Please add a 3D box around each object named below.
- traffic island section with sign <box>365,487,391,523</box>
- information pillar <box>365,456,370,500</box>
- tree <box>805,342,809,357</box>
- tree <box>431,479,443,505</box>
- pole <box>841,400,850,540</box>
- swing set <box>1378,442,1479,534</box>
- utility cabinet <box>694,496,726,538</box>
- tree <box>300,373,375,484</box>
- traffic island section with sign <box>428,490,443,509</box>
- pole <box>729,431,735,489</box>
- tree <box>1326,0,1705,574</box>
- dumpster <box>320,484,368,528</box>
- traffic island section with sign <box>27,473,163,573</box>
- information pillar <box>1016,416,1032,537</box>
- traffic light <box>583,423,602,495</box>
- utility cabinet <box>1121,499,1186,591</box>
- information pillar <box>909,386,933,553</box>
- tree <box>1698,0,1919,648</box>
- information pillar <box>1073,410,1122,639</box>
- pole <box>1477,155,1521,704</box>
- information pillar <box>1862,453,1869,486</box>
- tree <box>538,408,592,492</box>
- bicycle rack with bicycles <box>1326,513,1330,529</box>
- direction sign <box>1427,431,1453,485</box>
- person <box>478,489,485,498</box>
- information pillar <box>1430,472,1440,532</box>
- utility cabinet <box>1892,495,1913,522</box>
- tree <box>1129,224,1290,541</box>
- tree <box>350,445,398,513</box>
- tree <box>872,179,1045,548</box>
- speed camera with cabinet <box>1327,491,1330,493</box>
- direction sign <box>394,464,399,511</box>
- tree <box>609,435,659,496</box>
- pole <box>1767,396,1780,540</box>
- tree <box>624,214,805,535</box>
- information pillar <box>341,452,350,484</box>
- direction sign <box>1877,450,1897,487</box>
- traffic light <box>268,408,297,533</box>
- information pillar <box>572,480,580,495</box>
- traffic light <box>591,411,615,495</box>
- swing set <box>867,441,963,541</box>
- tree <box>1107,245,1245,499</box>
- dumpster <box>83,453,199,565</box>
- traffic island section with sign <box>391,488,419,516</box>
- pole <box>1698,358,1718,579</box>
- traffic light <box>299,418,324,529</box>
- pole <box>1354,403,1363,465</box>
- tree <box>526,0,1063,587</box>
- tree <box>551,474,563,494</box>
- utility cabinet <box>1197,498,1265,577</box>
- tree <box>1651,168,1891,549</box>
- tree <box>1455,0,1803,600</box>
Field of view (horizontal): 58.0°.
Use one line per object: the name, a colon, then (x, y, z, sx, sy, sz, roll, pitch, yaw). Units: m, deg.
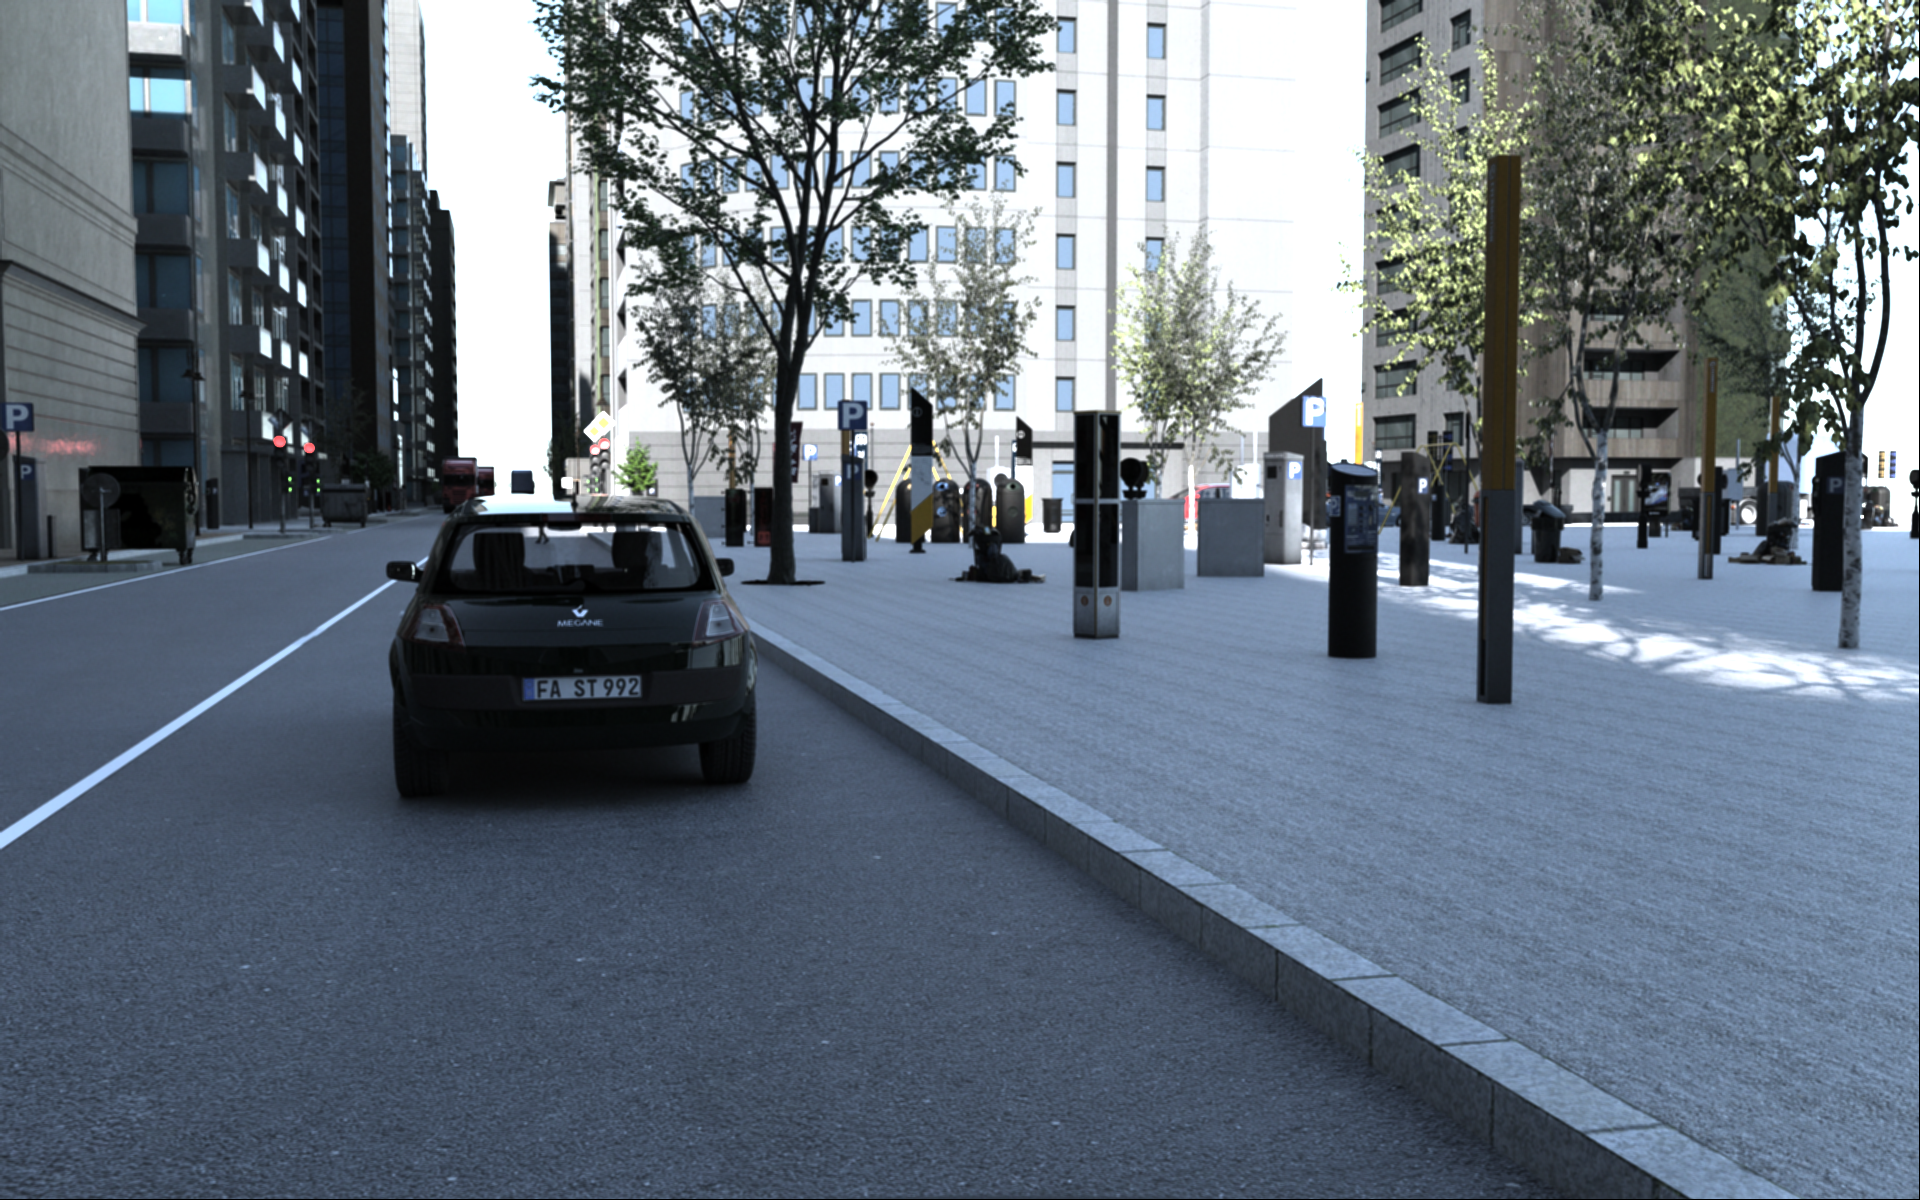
traffic island section with sign: (-29.589, -4.743, 86.176, 1.989, 1.847, 2.006, -1, 4, -14)
information pillar: (-36.863, -7.117, 107.712, 0.183, 3.616, 0.504, -3, 5, -40)
tree: (-6.670, -6.309, 53.512, 4.360, 8.622, 3.978, 0, 3, 0)
tree: (-65.783, -13.613, 217.172, 1.663, 3.219, 1.824, 0, 3, 0)
pole: (-2.472, -2.671, 37.520, 0.158, 3.312, 0.155, 0, 3, 0)
swing set: (14.884, -3.439, 53.852, 2.862, 2.851, 3.119, 0, 4, -4)
utility cabinet: (-7.377, -2.416, 50.661, 1.020, 1.237, 0.306, -1, 4, -16)
tree: (-37.401, -9.412, 104.240, 4.360, 8.622, 3.978, 0, 3, 0)
traffic island section with sign: (-48.478, -9.337, 161.291, 1.989, 1.847, 2.006, -1, 4, -14)
pole: (-7.344, -3.794, 55.881, 0.158, 3.312, 0.155, 0, 3, 0)
tree: (8.131, -4.708, 27.335, 4.737, 8.622, 4.395, 0, 3, 0)
dumpster: (-26.027, -3.979, 73.277, 1.865, 1.857, 1.264, -1, 4, -13)
traffic island section with sign: (-16.019, -1.442, 32.201, 1.989, 1.847, 2.006, -1, 4, -14)
information pillar: (1.907, -3.696, 51.792, 0.504, 3.616, 0.183, 1, 4, 12)
traffic light: (-14.064, -4.753, 66.628, 0.839, 4.253, 0.868, -1, 4, -14)
utility cabinet: (2.591, -0.741, 23.273, 1.020, 1.237, 0.306, -3, 5, -44)
information pillar: (-0.843, -2.831, 37.639, 0.504, 3.616, 0.183, 0, 4, 4)
tree: (7.204, -3.910, 14.290, 4.737, 8.622, 4.395, 0, 3, 0)
information pillar: (1.218, -0.668, 15.412, 0.304, 2.012, 0.304, -3, 4, -39)
pole: (3.289, -1.023, 10.567, 0.158, 3.312, 0.155, 0, 3, 0)
information pillar: (47.416, -6.094, 90.990, 0.504, 3.616, 0.183, 1, 4, 18)
tree: (-33.391, -12.068, 147.679, 4.737, 8.622, 4.395, 0, 3, 0)
bicycle rack with bicycles: (12.081, -2.973, 61.992, 2.925, 0.926, 2.852, -2, 4, -24)
direction sign: (17.268, -4.303, 62.358, 0.876, 3.537, 0.379, 0, 4, 7)
person: (-34.077, -7.015, 123.363, 0.590, 1.801, 0.661, -1, 4, -18)
information pillar: (15.912, -3.282, 58.153, 0.304, 2.012, 0.304, 0, 4, 5)
utility cabinet: (44.126, -4.277, 81.088, 1.020, 1.237, 0.306, -2, 4, -24)
tree: (6.480, -5.917, 47.111, 4.360, 8.622, 3.978, 0, 3, 0)
tree: (-39.338, -8.089, 115.967, 4.285, 4.588, 4.351, 0, 3, 0)
tree: (0.197, -5.540, 40.939, 4.360, 8.622, 3.978, 0, 3, 0)
speed camera with cabinet: (23.353, -6.833, 106.053, 2.038, 3.252, 0.660, -2, 4, -27)
direction sign: (-42.654, -8.500, 130.967, 0.379, 3.537, 0.876, -2, 4, -26)
tree: (-10.762, -3.836, 57.327, 1.663, 3.219, 1.824, 0, 3, 0)
pole: (17.028, -2.595, 36.268, 0.158, 3.312, 0.155, 0, 3, 0)
tree: (-7.006, -5.834, 45.755, 4.360, 8.622, 3.978, 0, 3, 0)
information pillar: (-34.387, -6.457, 96.923, 0.183, 3.616, 0.504, 2, 4, 32)
direction sign: (47.896, -5.965, 89.524, 0.876, 3.537, 0.379, 1, 4, 14)
traffic light: (-22.065, -4.126, 56.374, 0.839, 4.253, 0.868, -1, 4, -14)
information pillar: (-20.049, -5.257, 90.442, 0.304, 2.012, 0.304, -3, 5, -42)
traffic light: (-12.116, -4.279, 58.883, 0.839, 4.253, 0.868, -1, 4, -14)
swing set: (-1.072, -3.110, 48.474, 2.862, 2.851, 3.119, 0, 4, -7)
tree: (6.233, -6.236, 52.321, 4.737, 8.622, 4.395, 0, 3, 0)
dumpster: (-16.409, -1.822, 34.735, 1.985, 2.255, 1.502, -1, 4, -15)
traffic island section with sign: (-36.239, -6.359, 112.599, 1.989, 1.847, 2.006, -1, 4, -14)
pole: (11.250, -1.970, 26.046, 0.158, 3.312, 0.155, 0, 3, 0)
traffic light: (-24.012, -4.599, 64.119, 0.839, 4.253, 0.868, -1, 4, -14)
pole: (8.888, -2.744, 38.704, 0.158, 3.312, 0.155, 0, 3, 0)
tree: (-2.361, -6.026, 24.274, 9.928, 11.665, 9.643, 0, 3, 0)
tree: (-35.373, -9.757, 154.126, 1.663, 3.219, 1.824, 0, 3, 0)
utility cabinet: (4.216, -0.969, 27.000, 1.020, 1.237, 0.306, 0, 4, 4)
tree: (19.331, -5.502, 40.319, 4.360, 8.622, 3.978, 0, 3, 0)
tree: (7.872, -4.311, 20.845, 4.360, 8.622, 3.978, 0, 3, 0)
